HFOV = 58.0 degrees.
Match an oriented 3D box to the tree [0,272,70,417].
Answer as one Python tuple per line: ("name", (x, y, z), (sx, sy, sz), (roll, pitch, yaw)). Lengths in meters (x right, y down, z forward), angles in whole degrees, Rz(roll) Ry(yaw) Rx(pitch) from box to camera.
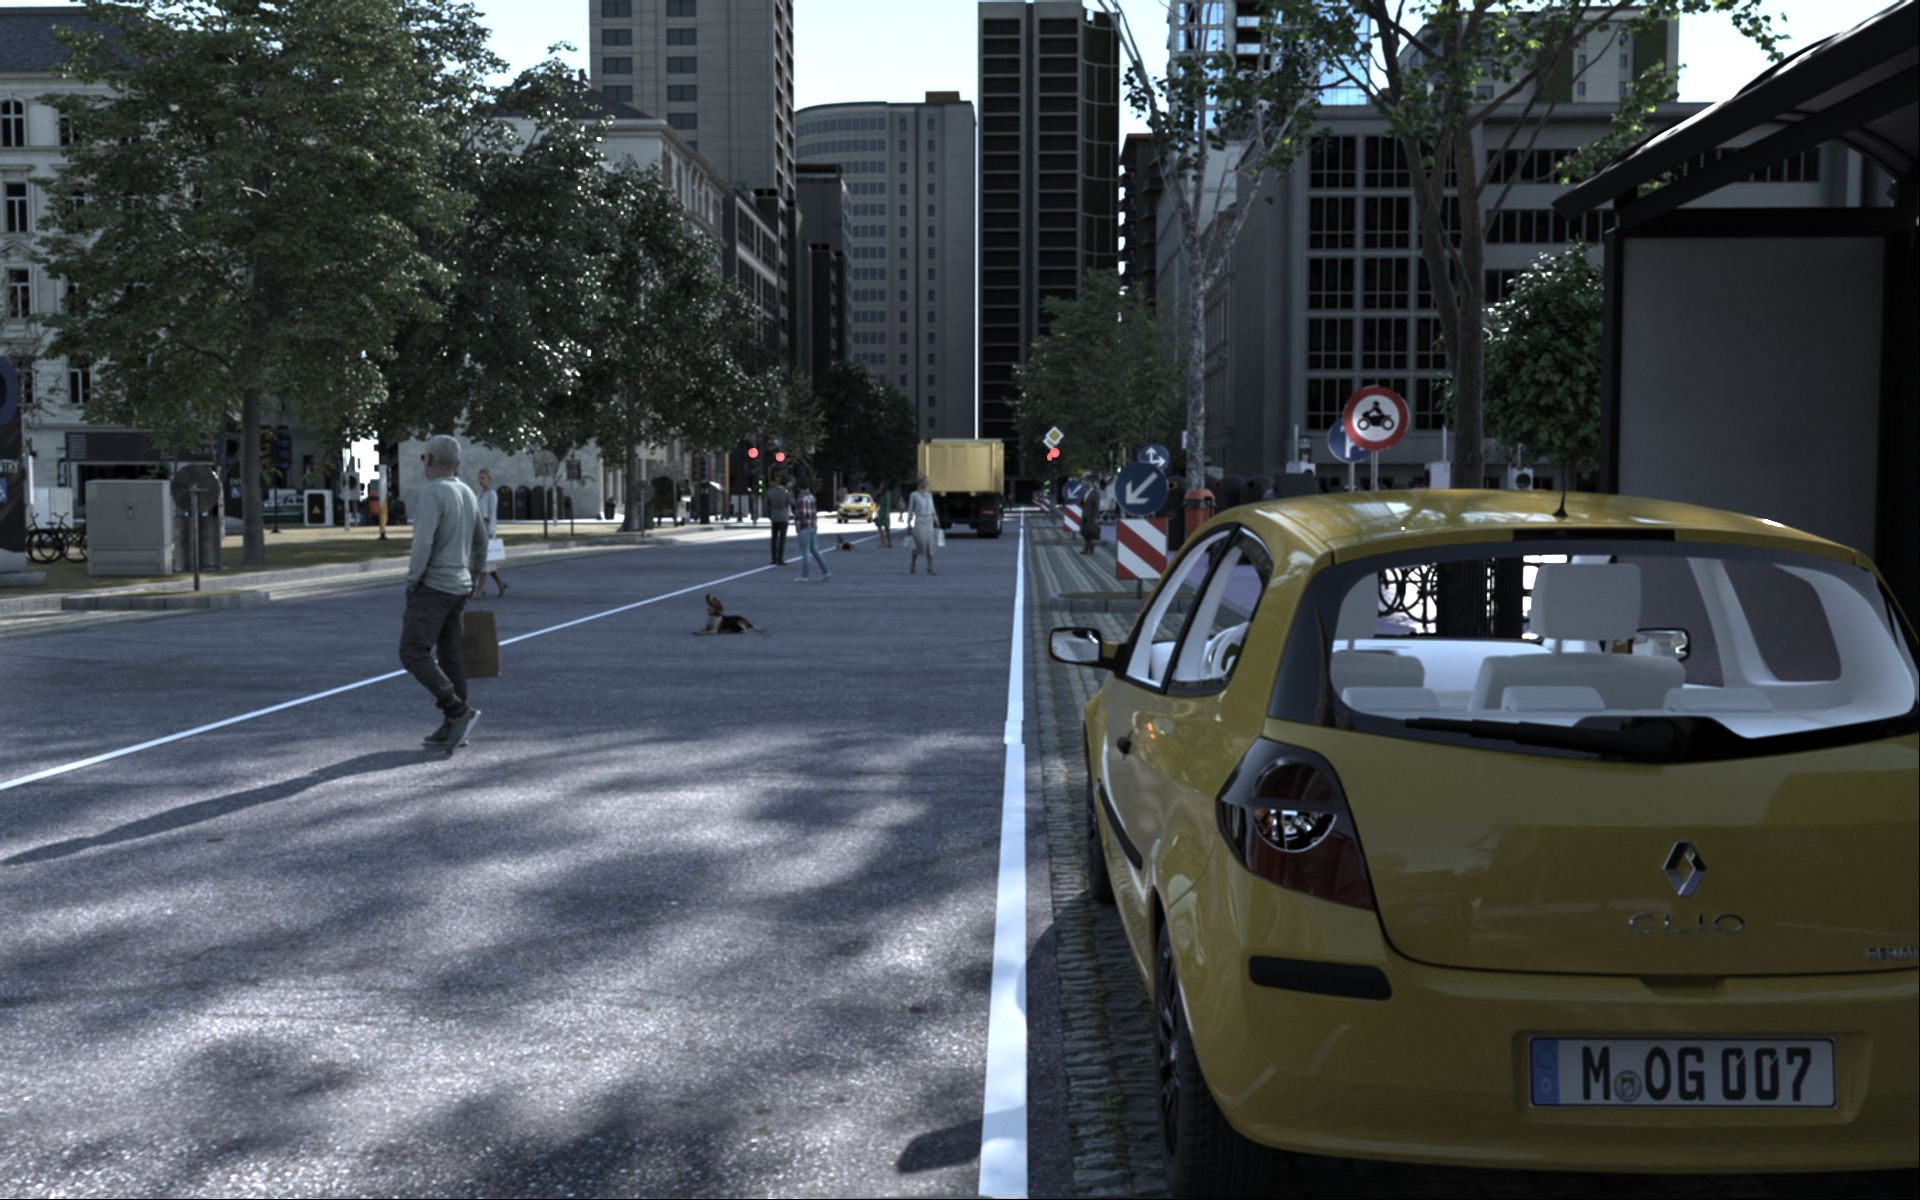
("tree", (-31.240, -6.440, 55.649), (4.360, 8.622, 3.978), (0, 3, 0))

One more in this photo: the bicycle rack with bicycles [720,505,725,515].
("bicycle rack with bicycles", (-15.532, -5.621, 105.288), (2.925, 0.926, 2.852), (-2, 4, -33))

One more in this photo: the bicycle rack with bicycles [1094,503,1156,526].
("bicycle rack with bicycles", (6.581, -3.482, 70.310), (2.925, 0.926, 2.852), (0, 4, -2))

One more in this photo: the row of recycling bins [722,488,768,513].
("row of recycling bins", (-14.835, -6.716, 116.926), (3.534, 1.692, 1.069), (-2, 4, -35))

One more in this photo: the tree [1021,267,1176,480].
("tree", (6.901, -10.301, 86.547), (7.486, 12.596, 7.792), (0, 3, 0))

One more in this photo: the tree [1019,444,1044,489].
("tree", (12.521, -18.943, 226.729), (9.611, 12.733, 9.660), (0, 3, 0))

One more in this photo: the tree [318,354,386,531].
("tree", (-21.513, -6.707, 60.024), (4.737, 8.622, 4.395), (0, 3, 0))

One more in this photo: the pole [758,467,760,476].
("pole", (-15.225, -8.380, 130.860), (0.158, 3.312, 0.155), (0, 3, 0))

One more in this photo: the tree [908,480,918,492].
("tree", (-5.850, -14.389, 229.858), (1.663, 3.219, 1.824), (0, 3, 0))

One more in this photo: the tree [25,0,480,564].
("tree", (-12.598, -6.941, 31.610), (7.486, 12.596, 7.792), (0, 3, 0))

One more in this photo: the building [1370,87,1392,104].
("building", (52.719, -43.567, 254.311), (28.212, 58.520, 21.231), (0, 4, 2))

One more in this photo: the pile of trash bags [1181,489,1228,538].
("pile of trash bags", (5.281, -1.322, 31.360), (3.447, 1.369, 1.912), (-3, 5, -41))

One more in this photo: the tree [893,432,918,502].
("tree", (-6.353, -14.585, 188.828), (4.360, 8.622, 3.978), (0, 3, 0))

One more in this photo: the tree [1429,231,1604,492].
("tree", (7.747, -2.321, 21.661), (4.285, 4.588, 4.351), (0, 3, 0))

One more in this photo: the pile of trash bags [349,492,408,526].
("pile of trash bags", (-23.503, -3.702, 70.286), (1.912, 1.369, 3.447), (-1, 4, -9))

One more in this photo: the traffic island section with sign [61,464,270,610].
("traffic island section with sign", (-10.046, -0.831, 22.216), (1.989, 1.847, 2.006), (0, 4, 2))

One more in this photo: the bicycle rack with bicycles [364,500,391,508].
("bicycle rack with bicycles", (-47.006, -7.653, 138.515), (2.852, 0.926, 2.925), (3, 5, 42))

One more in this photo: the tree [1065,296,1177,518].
("tree", (6.170, -7.030, 65.301), (4.360, 8.622, 3.978), (0, 3, 0))

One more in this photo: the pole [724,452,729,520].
("pole", (-11.410, -5.561, 84.763), (0.158, 3.312, 0.155), (0, 3, 0))

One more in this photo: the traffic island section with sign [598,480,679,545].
("traffic island section with sign", (-9.065, -2.479, 49.153), (1.989, 1.847, 2.006), (0, 4, 2))

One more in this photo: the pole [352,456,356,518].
("pole", (-32.171, -5.998, 91.914), (0.158, 3.312, 0.155), (0, 3, 0))

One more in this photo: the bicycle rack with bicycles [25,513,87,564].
("bicycle rack with bicycles", (-16.799, -1.185, 32.761), (2.925, 0.926, 2.852), (-1, 4, -10))

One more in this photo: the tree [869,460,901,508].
("tree", (-7.163, -11.024, 163.957), (4.285, 4.588, 4.351), (0, 3, 0))

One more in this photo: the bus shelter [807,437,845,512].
("bus shelter", (-9.861, -9.050, 125.597), (2.179, 5.291, 8.768), (0, 4, 2))

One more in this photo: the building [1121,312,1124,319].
("building", (30.634, -29.413, 252.603), (14.107, 30.474, 14.160), (0, 4, 2))

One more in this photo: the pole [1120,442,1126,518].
("pole", (6.408, -4.547, 68.194), (0.158, 3.312, 0.155), (0, 3, 0))

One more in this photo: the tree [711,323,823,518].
("tree", (-10.790, -9.671, 92.534), (7.601, 10.594, 8.767), (0, 4, -1))

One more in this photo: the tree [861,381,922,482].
("tree", (-7.209, -15.685, 174.571), (7.486, 12.596, 7.792), (0, 3, 0))

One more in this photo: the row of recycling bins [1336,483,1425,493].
("row of recycling bins", (16.292, -3.595, 65.890), (3.534, 1.692, 1.069), (3, 4, 37))

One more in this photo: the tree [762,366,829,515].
("tree", (-9.813, -9.188, 100.585), (4.360, 8.622, 3.978), (0, 3, 0))

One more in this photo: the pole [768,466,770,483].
("pole", (-14.078, -8.194, 127.819), (0.158, 3.312, 0.155), (0, 3, 0))

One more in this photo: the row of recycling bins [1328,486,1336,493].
("row of recycling bins", (18.641, -4.737, 84.561), (1.069, 1.692, 3.534), (1, 4, 20))

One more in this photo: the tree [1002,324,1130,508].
("tree", (8.144, -13.244, 123.189), (9.857, 13.997, 8.962), (0, 3, 0))

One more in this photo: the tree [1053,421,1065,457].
("tree", (8.111, -9.728, 109.420), (4.360, 8.622, 3.978), (0, 3, 0))

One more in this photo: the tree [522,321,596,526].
("tree", (-16.230, -7.267, 69.170), (4.360, 8.622, 3.978), (0, 3, 0))

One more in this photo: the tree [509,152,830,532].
("tree", (-11.114, -8.664, 58.668), (9.611, 12.733, 9.660), (0, 3, 0))

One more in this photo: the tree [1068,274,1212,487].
("tree", (6.027, -6.562, 57.653), (4.737, 8.622, 4.395), (0, 3, 0))

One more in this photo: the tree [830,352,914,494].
("tree", (-8.915, -13.664, 140.417), (9.611, 12.733, 9.660), (0, 3, 0))

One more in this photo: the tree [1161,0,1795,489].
("tree", (4.260, -5.448, 14.828), (9.928, 11.665, 9.643), (0, 3, 0))

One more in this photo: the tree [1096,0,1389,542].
("tree", (6.227, -10.950, 34.929), (12.611, 20.169, 13.585), (0, 3, 0))

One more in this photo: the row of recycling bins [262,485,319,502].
("row of recycling bins", (-32.644, -4.667, 83.421), (3.534, 1.692, 1.069), (-3, 5, -41))

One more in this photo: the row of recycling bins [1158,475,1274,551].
("row of recycling bins", (5.707, -1.916, 38.439), (1.069, 1.692, 3.534), (-2, 4, -34))

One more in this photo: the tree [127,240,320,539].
("tree", (-20.837, -6.019, 48.768), (4.737, 8.622, 4.395), (0, 3, 0))

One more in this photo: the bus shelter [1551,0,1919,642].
("bus shelter", (4.094, -0.777, 6.633), (2.014, 3.302, 5.546), (0, 4, 2))

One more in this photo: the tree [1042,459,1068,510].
("tree", (9.047, -9.814, 144.166), (4.285, 4.588, 4.351), (0, 3, 0))

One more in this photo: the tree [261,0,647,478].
("tree", (-12.507, -8.274, 41.941), (9.857, 13.997, 8.962), (0, 3, 0))

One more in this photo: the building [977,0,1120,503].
("building", (13.041, -49.938, 254.740), (20.611, 71.187, 20.563), (0, 4, 2))

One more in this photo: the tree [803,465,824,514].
("tree", (-9.820, -7.319, 114.271), (1.663, 3.219, 1.824), (0, 3, 0))

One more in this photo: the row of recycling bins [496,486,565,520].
("row of recycling bins", (-21.043, -4.755, 84.861), (3.534, 1.692, 1.069), (1, 4, 11))
